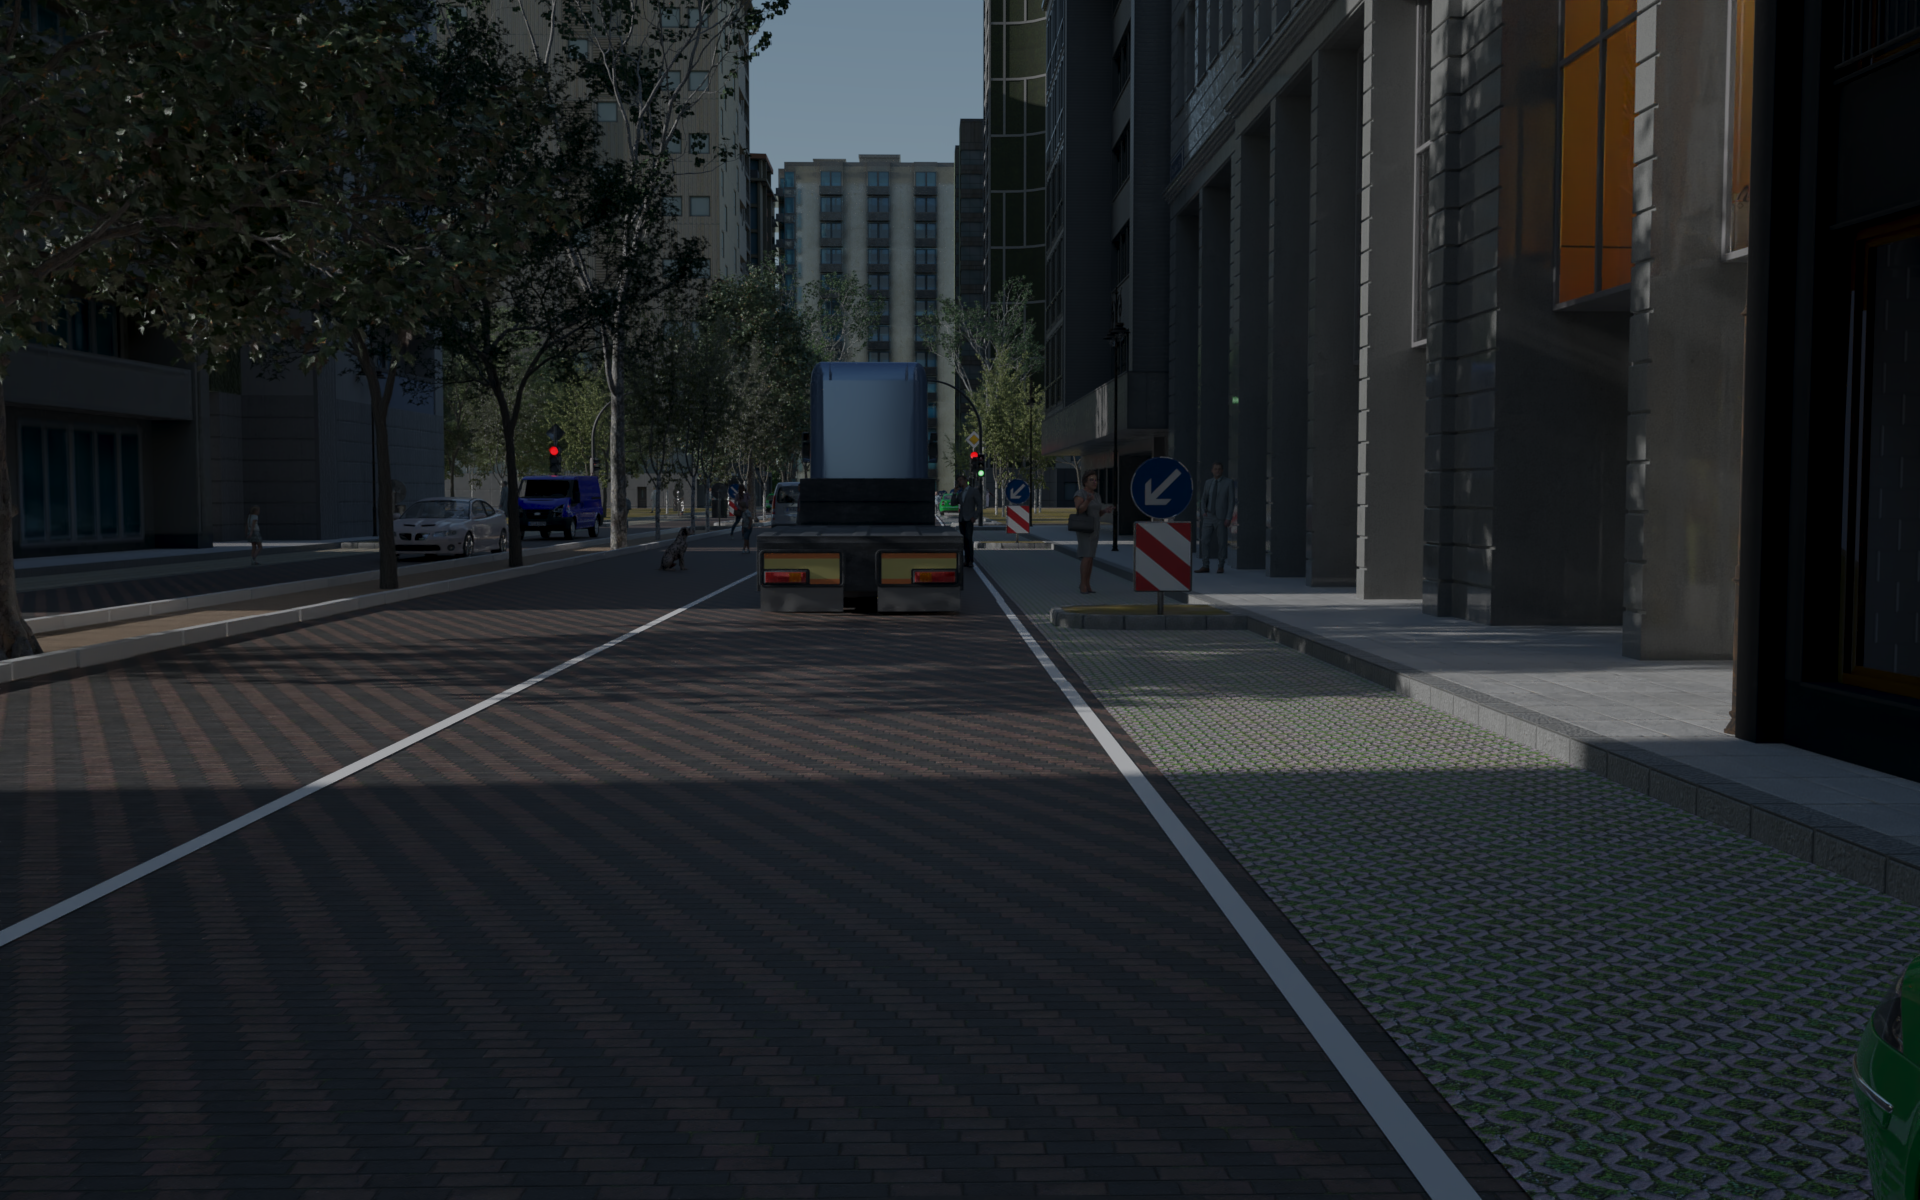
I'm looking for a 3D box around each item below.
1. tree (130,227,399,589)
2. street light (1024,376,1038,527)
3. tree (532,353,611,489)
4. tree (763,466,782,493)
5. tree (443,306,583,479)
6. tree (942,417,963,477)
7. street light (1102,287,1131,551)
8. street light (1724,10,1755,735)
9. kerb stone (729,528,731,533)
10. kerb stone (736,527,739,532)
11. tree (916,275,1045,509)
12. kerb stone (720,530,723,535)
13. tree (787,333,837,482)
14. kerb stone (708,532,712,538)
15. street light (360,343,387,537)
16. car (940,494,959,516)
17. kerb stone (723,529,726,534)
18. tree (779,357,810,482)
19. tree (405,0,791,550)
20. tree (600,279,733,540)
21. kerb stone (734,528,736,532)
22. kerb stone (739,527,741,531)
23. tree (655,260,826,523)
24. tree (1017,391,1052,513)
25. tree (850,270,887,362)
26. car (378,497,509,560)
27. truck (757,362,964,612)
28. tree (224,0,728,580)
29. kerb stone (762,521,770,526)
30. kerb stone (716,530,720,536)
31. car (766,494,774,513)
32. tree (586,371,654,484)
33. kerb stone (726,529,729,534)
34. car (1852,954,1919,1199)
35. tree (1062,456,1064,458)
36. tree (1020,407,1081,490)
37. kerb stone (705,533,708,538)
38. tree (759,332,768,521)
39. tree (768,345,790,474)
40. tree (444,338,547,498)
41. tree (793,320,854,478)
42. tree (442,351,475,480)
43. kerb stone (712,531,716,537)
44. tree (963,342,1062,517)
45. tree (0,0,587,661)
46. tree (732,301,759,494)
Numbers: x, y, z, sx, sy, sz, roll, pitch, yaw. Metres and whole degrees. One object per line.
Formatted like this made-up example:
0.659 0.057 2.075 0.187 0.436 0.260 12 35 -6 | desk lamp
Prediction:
-8.562 -5.454 26.048 8.767 10.594 7.601 0 4 -1 | tree
2.786 -5.825 68.023 0.468 5.910 1.993 0 4 -1 | street light
-18.807 -8.374 87.273 4.737 8.622 4.395 0 3 0 | tree
-22.242 -13.436 203.398 4.285 4.588 4.351 0 3 0 | tree
-27.593 -11.430 105.007 7.486 12.596 7.792 0 3 0 | tree
2.281 -8.971 97.042 4.737 8.622 4.395 0 3 0 | tree
3.488 -4.035 38.766 0.468 5.910 1.993 0 4 -1 | street light
4.191 -2.221 9.104 0.468 5.910 1.993 0 4 -1 | street light
-8.470 -2.493 62.962 0.120 0.150 1.000 0 4 -1 | kerb stone
-8.517 -2.618 65.007 0.120 0.150 1.000 0 4 -1 | kerb stone
3.527 -17.890 148.388 12.611 20.169 13.585 0 3 0 | tree
-8.399 -2.305 59.881 0.120 0.150 1.000 0 4 -1 | kerb stone
-10.698 -11.087 109.478 9.928 11.665 9.643 0 3 0 | tree
-8.329 -2.114 56.811 0.120 0.150 1.000 0 4 -1 | kerb stone
-17.676 -4.855 52.164 0.468 5.910 1.993 0 4 -1 | street light
-0.444 -6.483 114.786 1.959 1.807 4.718 0 4 0 | car
-8.432 -2.367 60.905 0.120 0.150 1.000 0 4 -1 | kerb stone
-10.025 -9.957 99.673 8.767 10.594 7.601 0 4 -1 | tree
-10.011 -11.402 44.772 12.611 20.169 13.585 0 3 0 | tree
-9.393 -6.171 53.710 4.360 8.622 3.978 0 3 0 | tree
-8.490 -2.550 63.984 0.120 0.150 1.000 0 4 -1 | kerb stone
-8.546 -2.681 66.035 0.120 0.150 1.000 0 4 -1 | kerb stone
-10.217 -10.092 84.461 9.611 12.733 9.660 0 3 0 | tree
5.507 -10.389 120.226 4.360 8.622 3.978 0 3 0 | tree
-12.408 -16.888 134.463 12.611 20.169 13.585 0 3 0 | tree
-11.507 -1.620 38.852 2.083 1.381 4.827 0 4 0 | car
-1.590 -2.433 29.544 2.967 4.110 18.799 0 4 -3 | truck
-8.627 -5.924 33.735 8.767 10.594 7.601 0 4 -1 | tree
-8.849 -3.461 78.846 0.120 0.150 1.000 0 4 -1 | kerb stone
-8.376 -2.242 58.860 0.120 0.150 1.000 0 4 -1 | kerb stone
-14.351 -7.758 135.632 1.959 1.807 4.718 0 4 -1 | car
-28.880 -13.957 146.326 7.486 12.596 7.792 0 3 0 | tree
-8.451 -2.430 61.928 0.120 0.150 1.000 0 4 -1 | kerb stone
2.283 0.494 0.712 1.959 1.807 4.718 0 4 -3 | car
5.137 -9.903 112.278 4.737 8.622 4.395 0 3 0 | tree
8.881 -11.896 128.910 8.767 10.594 7.601 -2 4 -31 | tree
-8.304 -2.055 55.786 0.120 0.150 1.000 0 4 -1 | kerb stone
-9.548 -6.882 65.347 4.360 8.622 3.978 0 3 0 | tree
-9.664 -7.627 77.524 4.360 8.622 3.978 0 3 0 | tree
-21.312 -7.958 80.481 4.360 8.622 3.978 0 3 0 | tree
-10.758 -12.732 120.987 12.009 13.543 11.850 0 3 0 | tree
-36.741 -12.838 116.563 9.857 13.997 8.962 0 3 0 | tree
-8.349 -2.178 57.838 0.120 0.150 1.000 0 4 -1 | kerb stone
2.507 -8.153 83.660 4.737 8.622 4.395 0 3 0 | tree
-8.441 -5.828 14.756 9.611 12.733 9.660 0 3 0 | tree
-9.265 -6.552 59.941 4.360 8.622 3.978 0 3 0 | tree
